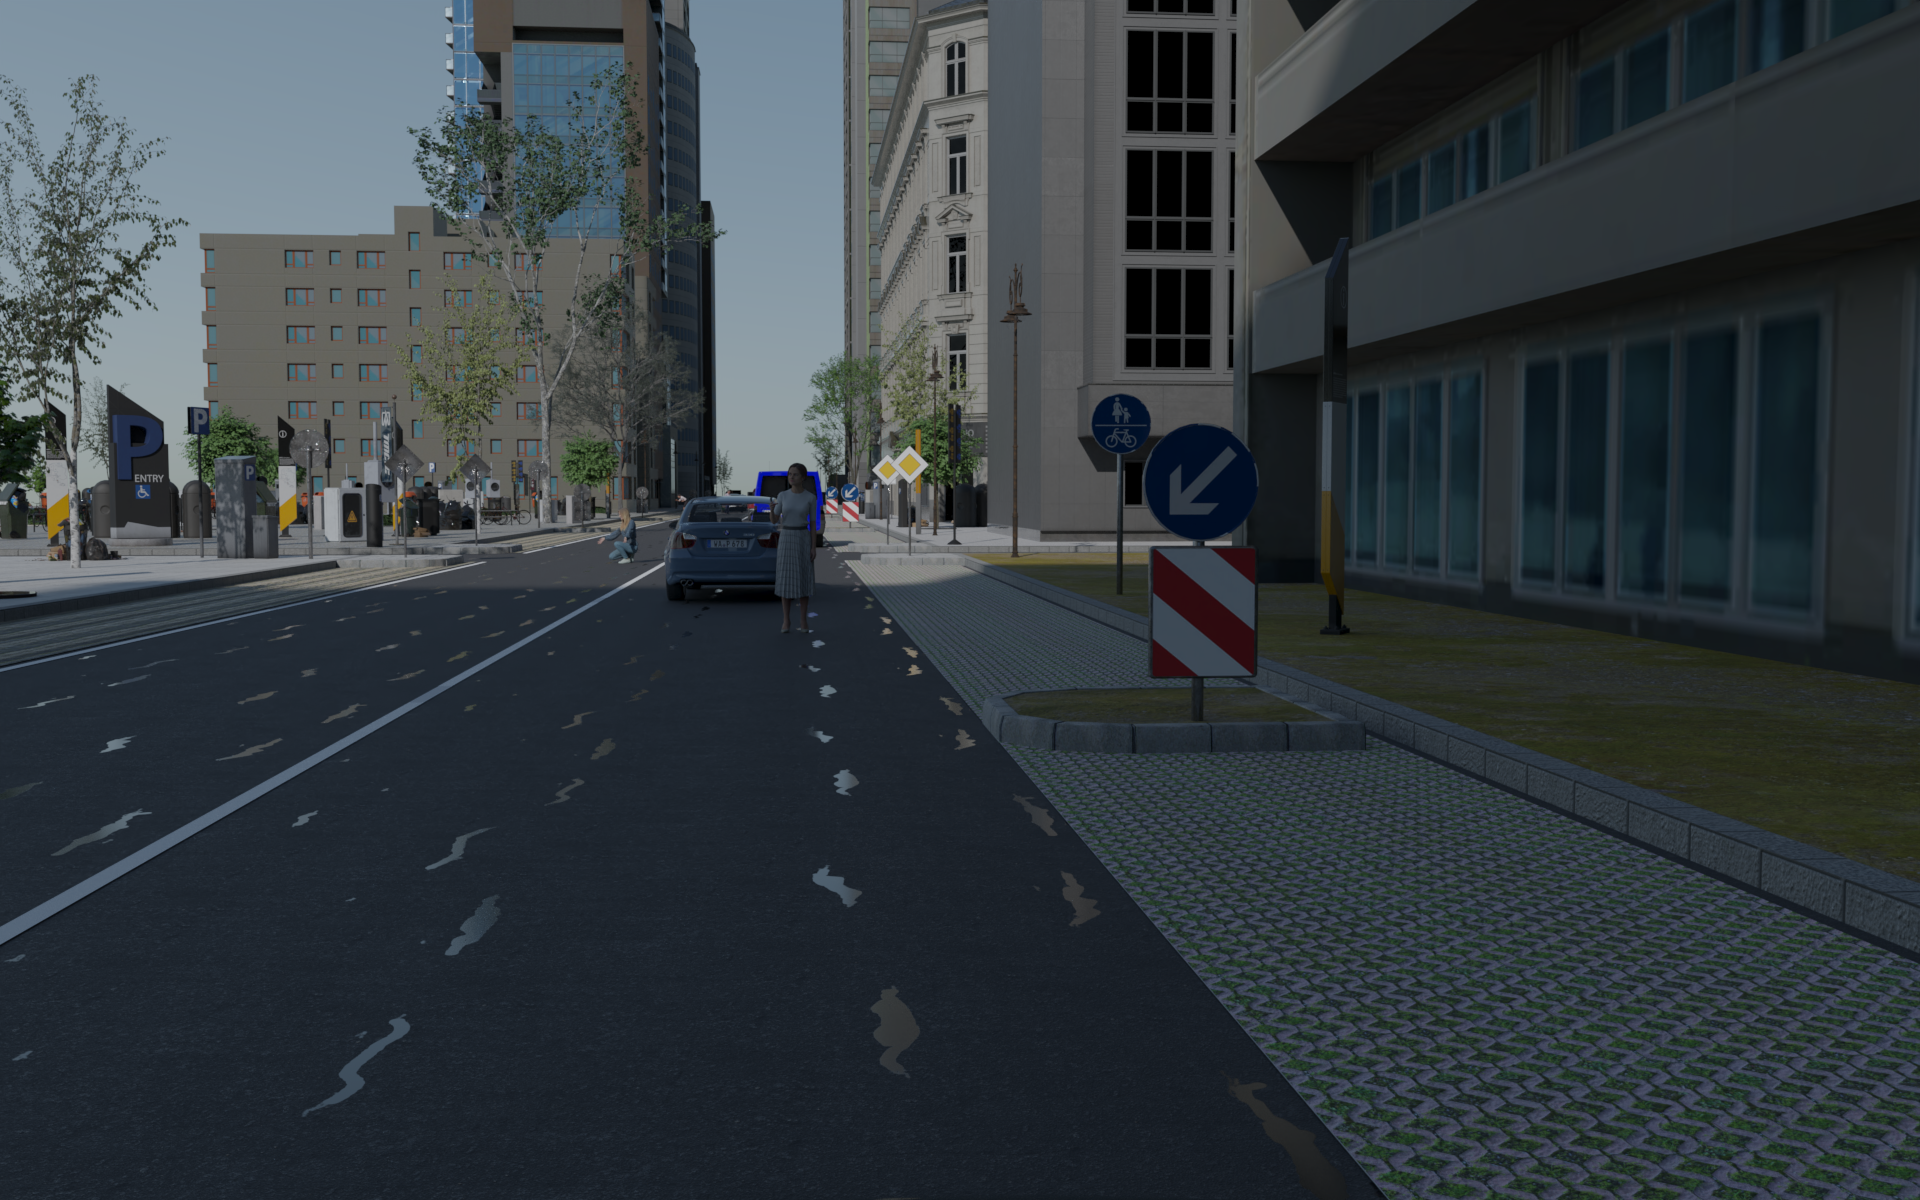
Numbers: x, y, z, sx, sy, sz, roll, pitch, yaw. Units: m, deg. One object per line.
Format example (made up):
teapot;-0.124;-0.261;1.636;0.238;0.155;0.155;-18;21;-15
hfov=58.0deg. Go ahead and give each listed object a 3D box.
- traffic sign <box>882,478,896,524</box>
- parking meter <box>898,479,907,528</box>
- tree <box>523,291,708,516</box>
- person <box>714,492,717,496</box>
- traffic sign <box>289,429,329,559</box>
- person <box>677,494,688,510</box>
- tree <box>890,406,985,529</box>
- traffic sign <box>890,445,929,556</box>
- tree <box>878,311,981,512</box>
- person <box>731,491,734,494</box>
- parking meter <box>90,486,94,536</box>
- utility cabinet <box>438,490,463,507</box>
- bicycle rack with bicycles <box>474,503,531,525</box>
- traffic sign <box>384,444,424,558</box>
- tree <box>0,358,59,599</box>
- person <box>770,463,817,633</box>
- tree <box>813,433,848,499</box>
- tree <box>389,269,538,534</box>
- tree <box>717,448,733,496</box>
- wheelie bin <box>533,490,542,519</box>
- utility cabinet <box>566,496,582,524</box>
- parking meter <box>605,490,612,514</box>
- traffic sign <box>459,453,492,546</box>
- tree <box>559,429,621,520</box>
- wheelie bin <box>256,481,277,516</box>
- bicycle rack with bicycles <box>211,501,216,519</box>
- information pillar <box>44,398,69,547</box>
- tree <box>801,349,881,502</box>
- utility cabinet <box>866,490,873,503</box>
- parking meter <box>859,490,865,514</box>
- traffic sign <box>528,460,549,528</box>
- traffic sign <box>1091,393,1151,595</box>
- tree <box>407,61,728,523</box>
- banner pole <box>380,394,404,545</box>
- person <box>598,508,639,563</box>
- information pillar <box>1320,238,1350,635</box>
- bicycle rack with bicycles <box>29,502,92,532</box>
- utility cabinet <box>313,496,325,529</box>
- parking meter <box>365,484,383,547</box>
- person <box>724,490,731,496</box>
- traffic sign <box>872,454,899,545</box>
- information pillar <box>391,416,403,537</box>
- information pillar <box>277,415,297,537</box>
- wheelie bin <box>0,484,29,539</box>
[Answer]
traffic sign;-3.003;-4.358;73.387;0.606;2.300;0.079;0;4;-1
parking meter;-2.198;-3.718;66.493;0.255;1.863;0.399;-2;4;-25
tree;-20.126;-11.742;102.348;12.009;13.543;11.850;0;3;0
person;-26.098;-10.735;184.931;0.530;1.710;0.541;1;4;18
traffic sign;-12.810;-2.079;34.105;0.768;2.556;0.104;0;4;-3
person;-19.500;-6.727;121.675;0.628;1.438;0.799;2;4;23
tree;-0.892;-4.871;63.352;4.285;4.588;4.351;0;3;0
traffic sign;-1.044;-1.972;35.892;0.795;2.450;0.064;0;4;-6
tree;-1.524;-7.289;69.531;4.737;8.622;4.395;0;3;0
person;-26.675;-11.890;202.843;1.348;1.831;0.705;1;4;21
parking meter;-26.577;-2.750;53.379;0.372;1.533;0.369;0;3;0
utility cabinet;-25.857;-4.851;87.989;1.173;1.500;0.318;-2;4;-32
bicycle rack with bicycles;-19.445;-3.569;71.739;2.925;0.926;2.852;0;4;-3
traffic sign;-11.191;-1.912;34.910;0.795;2.450;0.064;0;4;-6
tree;-11.923;-1.638;21.380;1.663;3.219;1.824;0;3;0
person;-1.717;-0.536;17.839;0.480;1.755;0.524;0;4;-2
tree;-15.371;-15.511;203.973;4.737;8.622;4.395;0;3;0
tree;-15.898;-6.464;56.047;4.737;8.622;4.395;0;3;0
tree;-37.655;-19.803;274.140;4.737;8.622;4.395;0;3;0
wheelie bin;-21.975;-5.059;90.629;0.693;1.594;0.980;-1;4;-14
utility cabinet;-16.879;-3.950;75.743;0.306;1.237;1.020;1;4;11
parking meter;-22.209;-6.178;109.415;0.372;1.533;0.369;0;3;0
traffic sign;-11.978;-2.398;42.857;0.795;2.450;0.064;0;4;-6
tree;-18.630;-6.316;86.984;4.285;4.588;4.351;0;3;0
wheelie bin;-17.496;-2.158;43.190;0.693;1.594;0.980;0;4;2
bicycle rack with bicycles;-38.614;-4.612;88.783;2.852;0.926;2.925;2;4;32
information pillar;-22.036;-3.112;42.230;0.504;3.616;0.183;-2;4;-26
tree;-7.498;-12.086;123.361;9.928;11.665;9.643;0;3;0
utility cabinet;-4.523;-5.093;91.942;0.318;1.500;1.173;2;4;35
parking meter;-6.318;-6.303;111.457;0.372;1.533;0.369;0;3;0
traffic sign;-15.911;-3.992;65.379;0.768;2.556;0.104;0;4;1
traffic sign;2.038;-1.341;22.031;0.768;2.556;0.104;0;4;-1
tree;-16.818;-13.404;75.045;12.611;20.169;13.585;0;3;0
banner pole;-14.374;-3.284;43.719;0.863;3.779;0.401;3;5;40
person;-7.000;-1.340;35.910;0.738;1.151;1.012;-2;4;-30
information pillar;3.411;-1.492;15.751;0.183;3.616;0.504;2;4;28
bicycle rack with bicycles;-30.472;-2.830;59.647;2.852;0.926;2.925;-1;4;-11
utility cabinet;-23.342;-3.193;63.372;0.306;1.237;1.020;0;4;-3
parking meter;-14.169;-2.047;41.884;0.372;1.533;0.369;0;3;0
person;-16.586;-7.008;124.015;0.756;1.711;0.436;-2;4;-32
traffic sign;-1.832;-2.458;43.838;0.795;2.450;0.064;0;4;-6
information pillar;-16.949;-3.722;52.204;0.504;3.616;0.183;3;4;38
information pillar;-19.990;-3.675;51.440;0.504;3.616;0.183;-1;4;-12
wheelie bin;-27.209;-2.561;49.787;0.980;1.594;0.693;2;4;35
